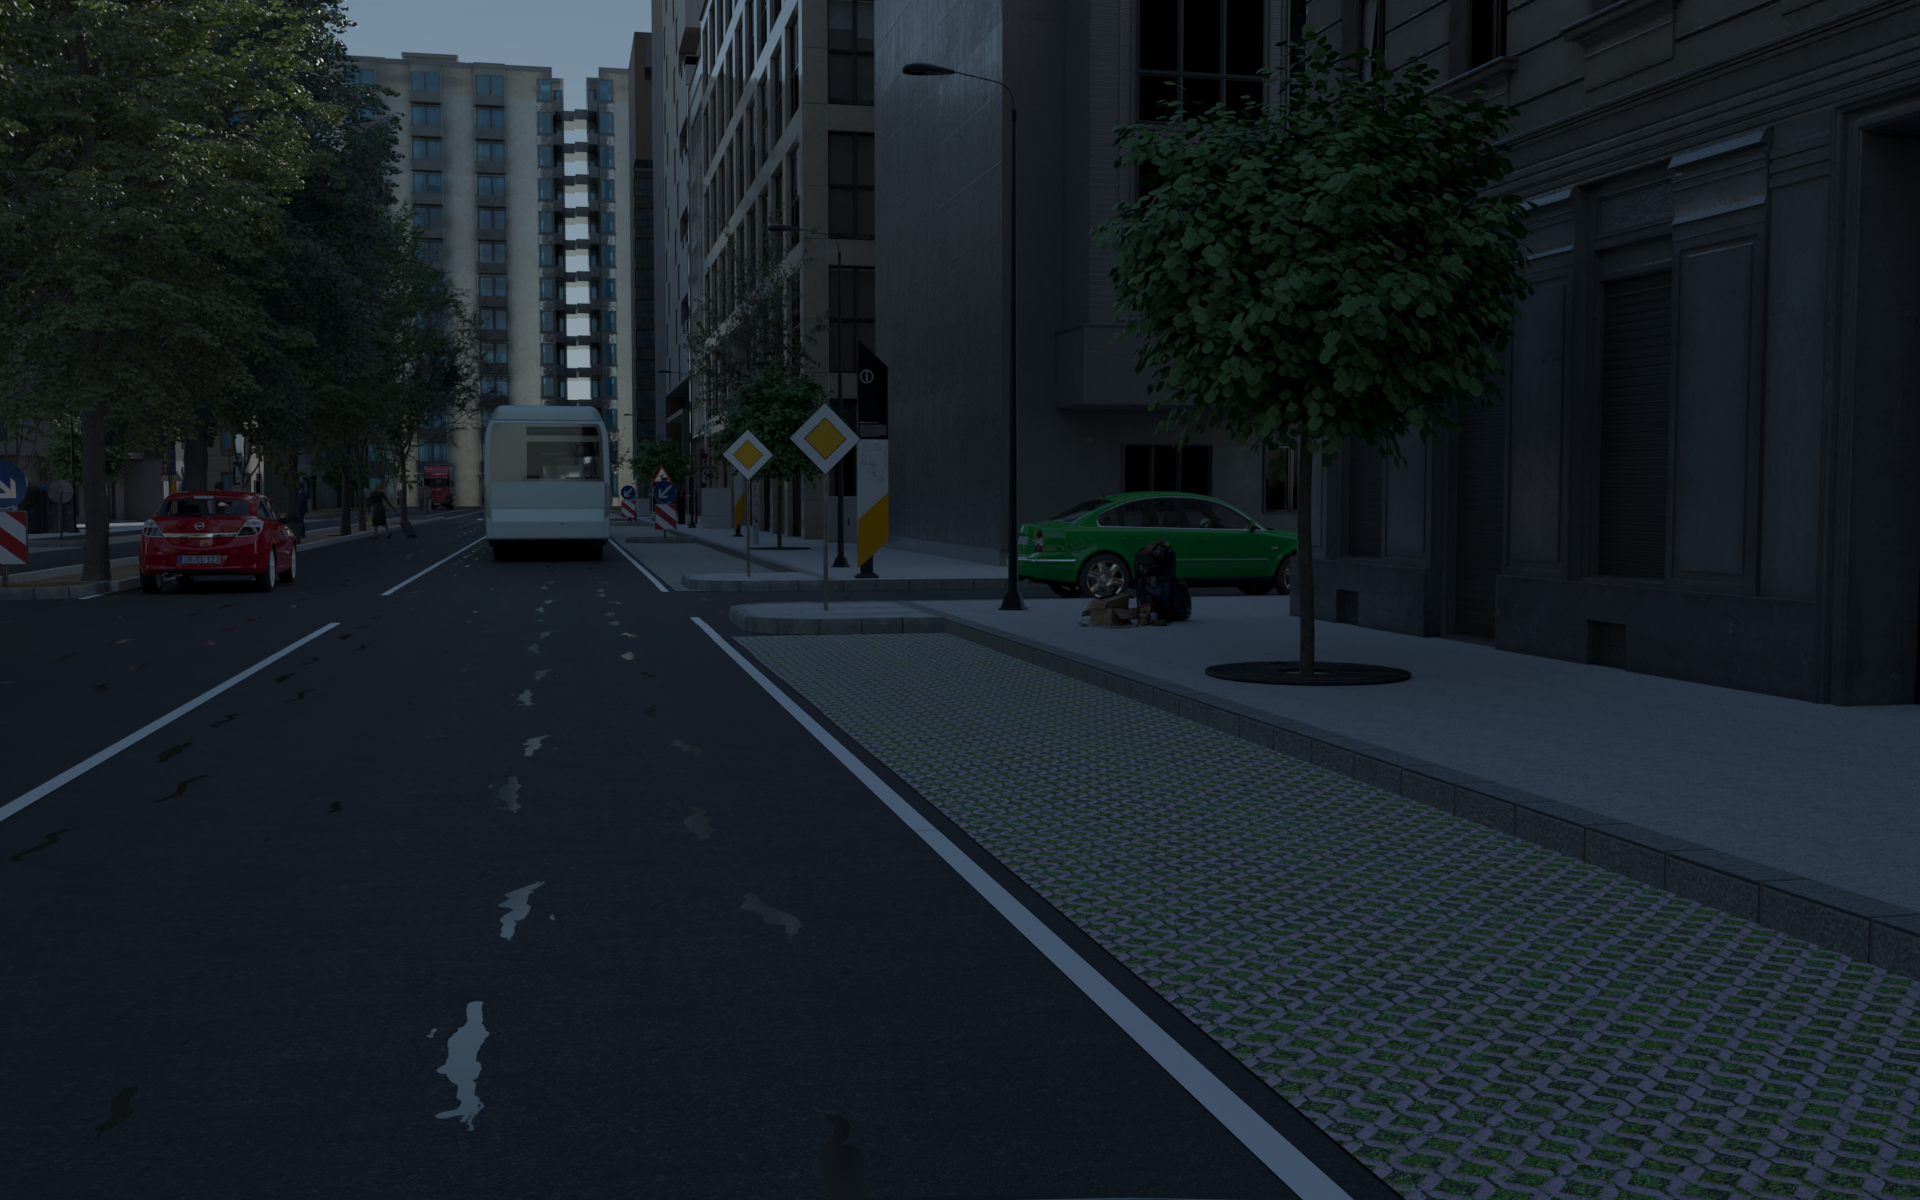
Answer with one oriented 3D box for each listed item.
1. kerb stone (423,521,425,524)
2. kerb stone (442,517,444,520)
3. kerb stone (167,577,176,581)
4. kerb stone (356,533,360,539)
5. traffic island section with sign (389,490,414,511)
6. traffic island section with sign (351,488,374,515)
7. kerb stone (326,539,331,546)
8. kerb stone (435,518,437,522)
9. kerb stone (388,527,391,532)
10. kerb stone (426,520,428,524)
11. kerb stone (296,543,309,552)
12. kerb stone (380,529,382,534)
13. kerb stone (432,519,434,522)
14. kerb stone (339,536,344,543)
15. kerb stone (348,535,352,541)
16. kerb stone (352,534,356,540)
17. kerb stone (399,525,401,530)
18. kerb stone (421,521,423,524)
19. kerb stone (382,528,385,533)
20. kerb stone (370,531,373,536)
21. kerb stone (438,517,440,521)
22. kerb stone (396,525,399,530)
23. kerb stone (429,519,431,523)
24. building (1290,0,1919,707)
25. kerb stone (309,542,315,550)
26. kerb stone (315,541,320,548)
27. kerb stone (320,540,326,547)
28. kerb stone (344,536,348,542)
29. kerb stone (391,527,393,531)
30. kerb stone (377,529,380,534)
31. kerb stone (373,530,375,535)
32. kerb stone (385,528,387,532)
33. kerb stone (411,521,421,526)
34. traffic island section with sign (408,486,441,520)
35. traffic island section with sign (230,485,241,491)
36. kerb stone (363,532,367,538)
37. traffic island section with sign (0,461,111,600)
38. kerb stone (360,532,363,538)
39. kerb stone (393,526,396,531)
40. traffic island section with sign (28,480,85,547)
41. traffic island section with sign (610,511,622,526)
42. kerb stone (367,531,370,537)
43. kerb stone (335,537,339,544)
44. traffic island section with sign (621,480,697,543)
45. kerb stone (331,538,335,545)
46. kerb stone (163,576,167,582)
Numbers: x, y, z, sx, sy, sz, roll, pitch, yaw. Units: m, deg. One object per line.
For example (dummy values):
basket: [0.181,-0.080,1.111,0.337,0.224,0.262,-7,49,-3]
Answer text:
kerb stone: [-25.208,-3.586,80.829,0.120,0.150,1.000,-1,4,-13]
kerb stone: [-28.212,-4.381,93.822,0.120,0.150,1.000,-1,4,-13]
kerb stone: [-13.201,-0.406,28.840,0.120,0.150,1.000,-1,4,-13]
kerb stone: [-19.207,-1.997,54.843,0.120,0.150,1.000,-1,4,-13]
traffic island section with sign: [-48.334,-8.638,149.853,1.989,1.847,2.006,-1,4,-13]
traffic island section with sign: [-42.002,-6.964,122.485,1.989,1.847,2.006,-1,4,-13]
kerb stone: [-17.583,-1.568,47.837,0.120,0.150,1.000,-1,4,-13]
kerb stone: [-27.064,-4.074,88.826,0.120,0.150,1.000,-1,4,-13]
kerb stone: [-21.516,-2.608,64.830,0.120,0.150,1.000,-1,4,-13]
kerb stone: [-25.668,-3.708,82.824,0.120,0.150,1.000,-1,4,-13]
kerb stone: [-16.660,-1.320,43.823,0.120,0.150,1.000,-1,4,-13]
kerb stone: [-20.823,-2.422,61.835,0.120,0.150,1.000,-1,4,-13]
kerb stone: [-26.596,-3.952,86.816,0.120,0.150,1.000,-1,4,-13]
kerb stone: [-18.283,-1.752,50.835,0.120,0.150,1.000,-1,4,-13]
kerb stone: [-18.742,-1.871,52.846,0.120,0.150,1.000,-1,4,-13]
kerb stone: [-18.973,-1.930,53.842,0.120,0.150,1.000,-1,4,-13]
kerb stone: [-22.438,-2.852,68.829,0.120,0.150,1.000,-1,4,-13]
kerb stone: [-24.984,-3.522,79.831,0.120,0.150,1.000,-1,4,-13]
kerb stone: [-21.052,-2.481,62.839,0.120,0.150,1.000,-1,4,-13]
kerb stone: [-20.127,-2.240,58.833,0.120,0.150,1.000,-1,4,-13]
kerb stone: [-27.523,-4.197,90.821,0.120,0.150,1.000,-1,4,-13]
kerb stone: [-22.197,-2.791,67.828,0.120,0.150,1.000,-1,4,-13]
kerb stone: [-26.134,-3.824,84.824,0.120,0.150,1.000,-1,4,-13]
building: [10.053,-9.840,10.040,9.793,20.994,18.267,-1,4,-13]
kerb stone: [-16.891,-1.382,44.832,0.120,0.150,1.000,-1,4,-13]
kerb stone: [-17.122,-1.445,45.828,0.120,0.150,1.000,-1,4,-13]
kerb stone: [-17.353,-1.495,46.833,0.120,0.150,1.000,-1,4,-13]
kerb stone: [-18.512,-1.814,51.848,0.120,0.150,1.000,-1,4,-13]
kerb stone: [-21.748,-2.669,65.833,0.120,0.150,1.000,-1,4,-13]
kerb stone: [-20.586,-2.363,60.832,0.120,0.150,1.000,-1,4,-13]
kerb stone: [-20.360,-2.296,59.832,0.120,0.150,1.000,-1,4,-13]
kerb stone: [-21.294,-2.547,63.832,0.120,0.150,1.000,-1,4,-13]
kerb stone: [-24.753,-3.464,78.835,0.120,0.150,1.000,-1,4,-13]
traffic island section with sign: [-30.147,-5.465,97.483,2.006,1.907,1.989,-1,4,-13]
traffic island section with sign: [-30.702,-3.973,73.589,1.989,1.847,2.006,-1,4,-13]
kerb stone: [-19.660,-2.118,56.837,0.120,0.150,1.000,-1,4,-13]
traffic island section with sign: [-13.215,-0.987,24.270,2.006,1.907,1.989,-1,4,-13]
kerb stone: [-19.436,-2.058,55.839,0.120,0.150,1.000,-1,4,-13]
kerb stone: [-21.979,-2.730,66.829,0.120,0.150,1.000,-1,4,-13]
traffic island section with sign: [-24.617,-2.362,47.247,1.989,1.847,2.006,-1,4,-13]
traffic island section with sign: [-15.037,-4.231,77.801,1.989,1.847,2.006,-1,4,-13]
kerb stone: [-19.899,-2.180,57.833,0.120,0.150,1.000,-1,4,-13]
kerb stone: [-18.059,-1.691,49.838,0.120,0.150,1.000,-1,4,-13]
traffic island section with sign: [-8.812,-2.584,50.877,1.989,1.847,2.006,-1,4,-13]
kerb stone: [-17.819,-1.626,48.838,0.120,0.150,1.000,-1,4,-13]
kerb stone: [-12.966,-0.346,27.846,0.120,0.150,1.000,-1,4,-13]
